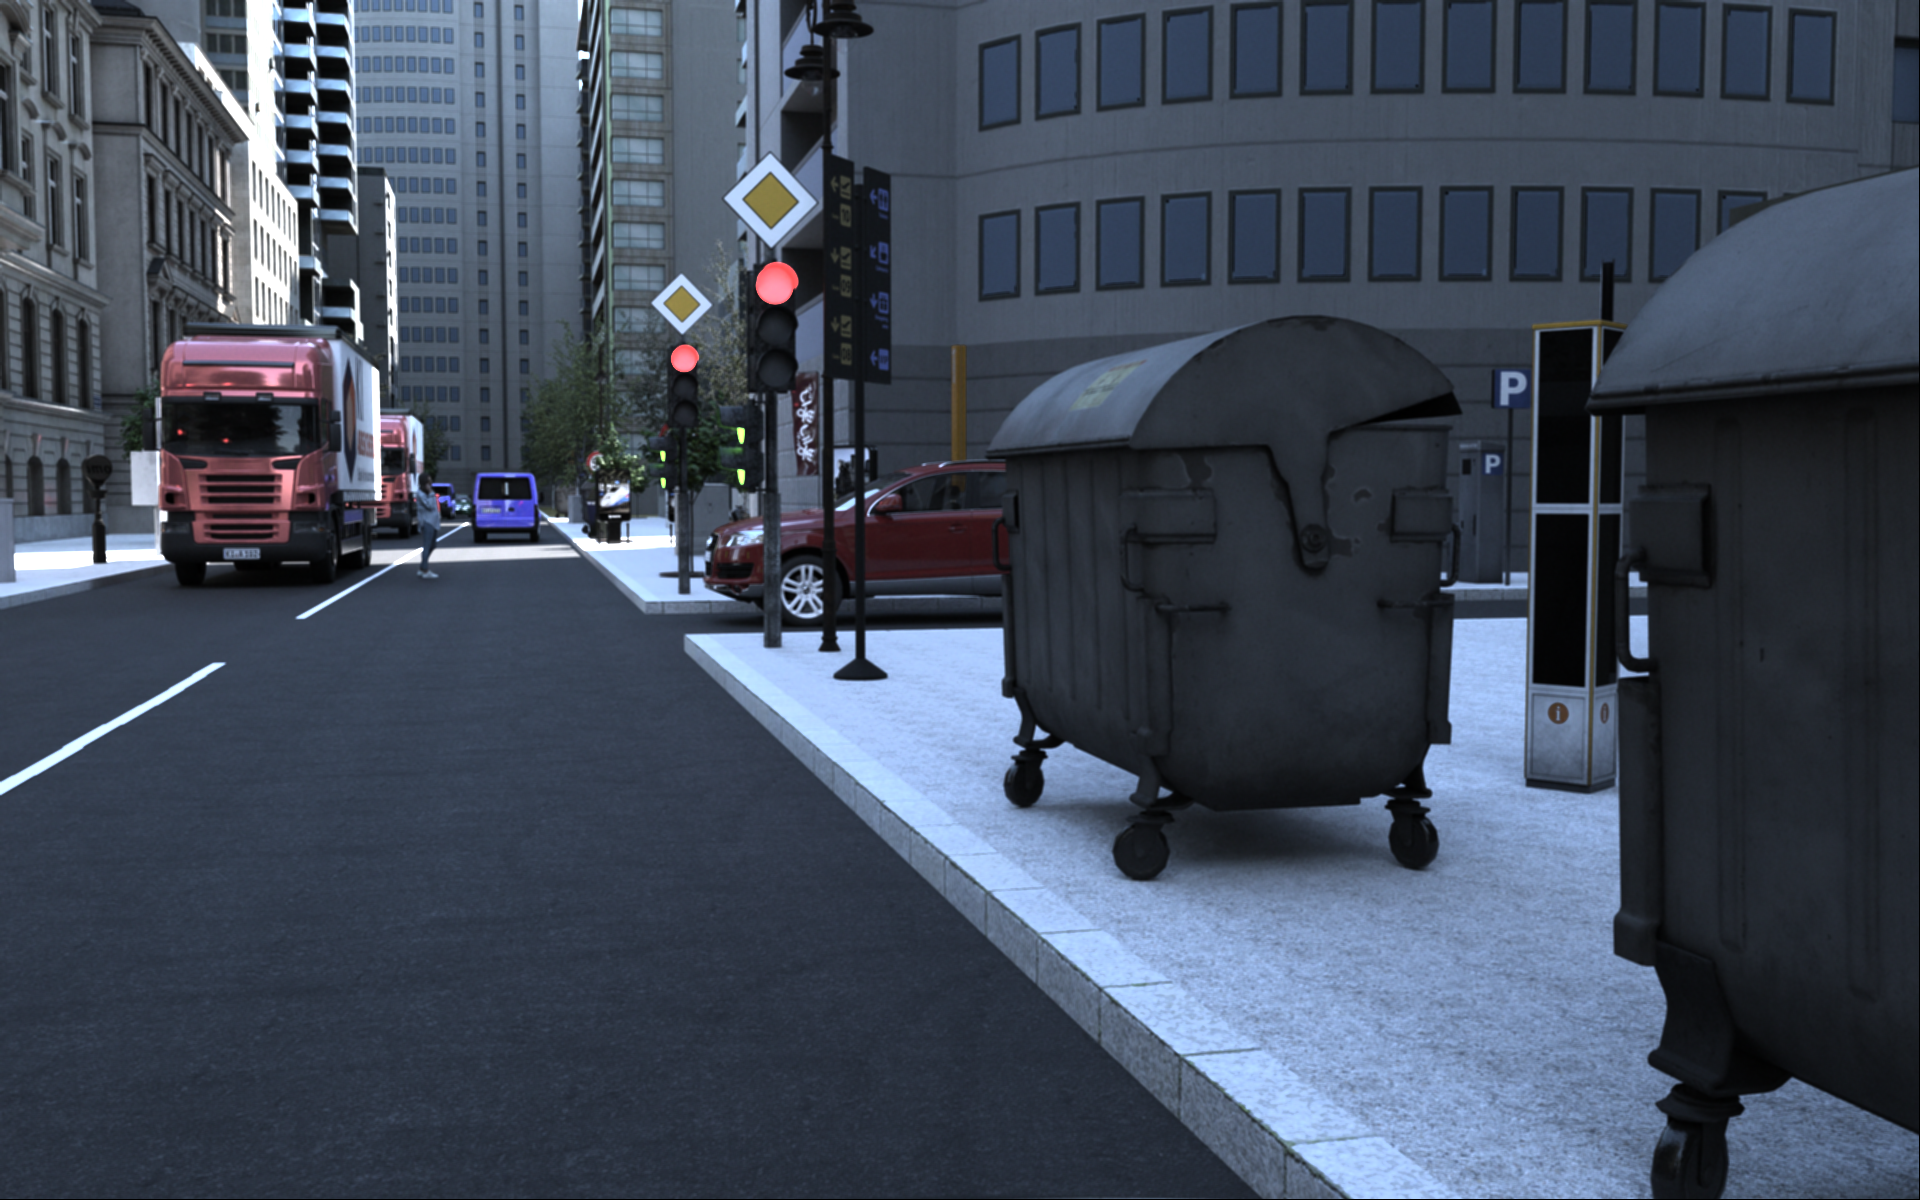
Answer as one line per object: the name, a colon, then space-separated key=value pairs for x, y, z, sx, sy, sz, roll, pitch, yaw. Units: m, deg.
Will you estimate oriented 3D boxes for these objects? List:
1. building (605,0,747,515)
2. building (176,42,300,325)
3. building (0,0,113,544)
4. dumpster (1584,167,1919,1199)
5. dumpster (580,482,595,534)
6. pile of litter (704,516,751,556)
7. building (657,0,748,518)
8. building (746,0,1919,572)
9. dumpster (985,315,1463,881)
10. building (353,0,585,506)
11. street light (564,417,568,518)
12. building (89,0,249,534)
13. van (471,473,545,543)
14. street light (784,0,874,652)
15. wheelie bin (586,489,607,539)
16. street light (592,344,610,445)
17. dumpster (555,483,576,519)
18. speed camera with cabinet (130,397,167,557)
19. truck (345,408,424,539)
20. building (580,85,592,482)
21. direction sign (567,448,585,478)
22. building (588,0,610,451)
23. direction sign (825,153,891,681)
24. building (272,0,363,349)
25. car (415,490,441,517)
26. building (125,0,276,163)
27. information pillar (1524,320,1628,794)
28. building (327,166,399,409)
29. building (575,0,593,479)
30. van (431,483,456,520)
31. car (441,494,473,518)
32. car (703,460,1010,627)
building: x=-15.709 y=-26.193 z=111.856 sx=14.154 sy=41.232 sz=14.086 roll=-1 pitch=4 yaw=-14
building: x=-37.449 y=-13.845 z=81.115 sx=10.420 sy=20.320 sz=16.860 roll=-1 pitch=4 yaw=-14
building: x=-27.590 y=-13.270 z=36.048 sx=14.460 sy=24.649 sz=34.723 roll=-1 pitch=4 yaw=-14
dumpster: x=1.949 y=0.203 z=2.448 sx=1.264 sy=1.857 sz=1.865 roll=-1 pitch=4 yaw=-14
dumpster: x=-11.723 y=-3.105 z=56.532 sx=1.264 sy=1.857 sz=1.865 roll=-1 pitch=4 yaw=-14
pile of litter: x=-4.436 y=-1.216 z=33.853 sx=1.176 sy=0.858 sz=1.719 roll=0 pitch=4 yaw=8
building: x=-2.285 y=-47.068 z=82.233 sx=22.319 sy=86.520 sz=31.000 roll=-1 pitch=4 yaw=-14
building: x=10.464 y=-30.288 z=37.206 sx=28.212 sy=58.520 sz=21.231 roll=-1 pitch=4 yaw=-14
dumpster: x=0.928 y=-0.045 z=6.498 sx=1.264 sy=1.857 sz=1.865 roll=-1 pitch=4 yaw=-14
building: x=-55.264 y=-39.383 z=185.910 sx=28.212 sy=58.520 sz=21.231 roll=-1 pitch=4 yaw=-14
street light: x=-21.542 y=-7.449 z=94.580 sx=0.468 sy=5.910 sz=1.993 roll=-1 pitch=4 yaw=-14
building: x=-32.749 y=-12.126 z=62.894 sx=10.561 sy=19.102 sz=19.286 roll=-1 pitch=4 yaw=-14
van: x=-13.807 y=-2.963 z=52.826 sx=2.240 sy=2.365 sz=5.245 roll=-1 pitch=4 yaw=-13
street light: x=-1.067 y=-2.520 z=13.984 sx=0.468 sy=5.910 sz=1.993 roll=-1 pitch=4 yaw=-14
wheelie bin: x=-10.205 y=-2.529 z=49.262 sx=0.693 sy=1.594 sz=0.980 roll=-3 pitch=4 yaw=-36
street light: x=-11.043 y=-4.927 z=53.337 sx=0.468 sy=5.910 sz=1.993 roll=-1 pitch=4 yaw=-14
dumpster: x=-20.803 y=-5.254 z=91.658 sx=1.264 sy=1.857 sz=1.865 roll=-1 pitch=4 yaw=-14
speed camera with cabinet: x=-16.587 y=-2.557 z=36.145 sx=0.660 sy=3.252 sz=2.038 roll=0 pitch=4 yaw=-2
truck: x=-19.759 y=-4.278 z=58.862 sx=2.839 sy=4.237 sz=11.283 roll=-1 pitch=4 yaw=-15
building: x=-33.772 y=-32.889 z=187.839 sx=14.200 sy=45.320 sz=14.600 roll=-1 pitch=4 yaw=-14
direction sign: x=-18.899 y=-5.711 z=85.378 sx=0.876 sy=3.537 sz=0.379 roll=0 pitch=4 yaw=6
building: x=-16.423 y=-30.961 z=129.917 sx=21.300 sy=48.544 sz=21.600 roll=-1 pitch=4 yaw=-14
direction sign: x=-0.694 y=-1.222 z=11.984 sx=0.379 sy=3.537 sz=0.876 roll=2 pitch=4 yaw=26
building: x=-55.286 y=-49.791 z=126.746 sx=22.319 sy=86.520 sz=31.000 roll=-1 pitch=4 yaw=-14
car: x=-26.046 y=-4.539 z=82.893 sx=2.281 sy=1.827 sz=5.304 roll=-1 pitch=4 yaw=-13
building: x=-53.286 y=-24.954 z=99.871 sx=32.217 sy=40.220 sz=23.993 roll=-1 pitch=4 yaw=-14
information pillar: x=2.679 y=-0.186 z=7.539 sx=0.304 sy=2.012 sz=0.304 roll=3 pitch=5 yaw=42
building: x=-57.522 y=-23.382 z=153.989 sx=14.107 sy=30.474 sz=14.160 roll=-1 pitch=4 yaw=-14
building: x=-22.671 y=-30.599 z=154.923 sx=22.147 sy=44.769 sz=28.867 roll=-1 pitch=4 yaw=-14
van: x=-29.801 y=-5.759 z=98.550 sx=2.240 sy=2.365 sz=5.245 roll=-1 pitch=4 yaw=-14
car: x=-30.911 y=-5.795 z=106.551 sx=2.131 sy=1.459 sz=4.920 roll=-1 pitch=4 yaw=-14
car: x=-0.294 y=-0.692 z=19.980 sx=5.304 sy=1.827 sz=2.281 roll=-1 pitch=4 yaw=-14
